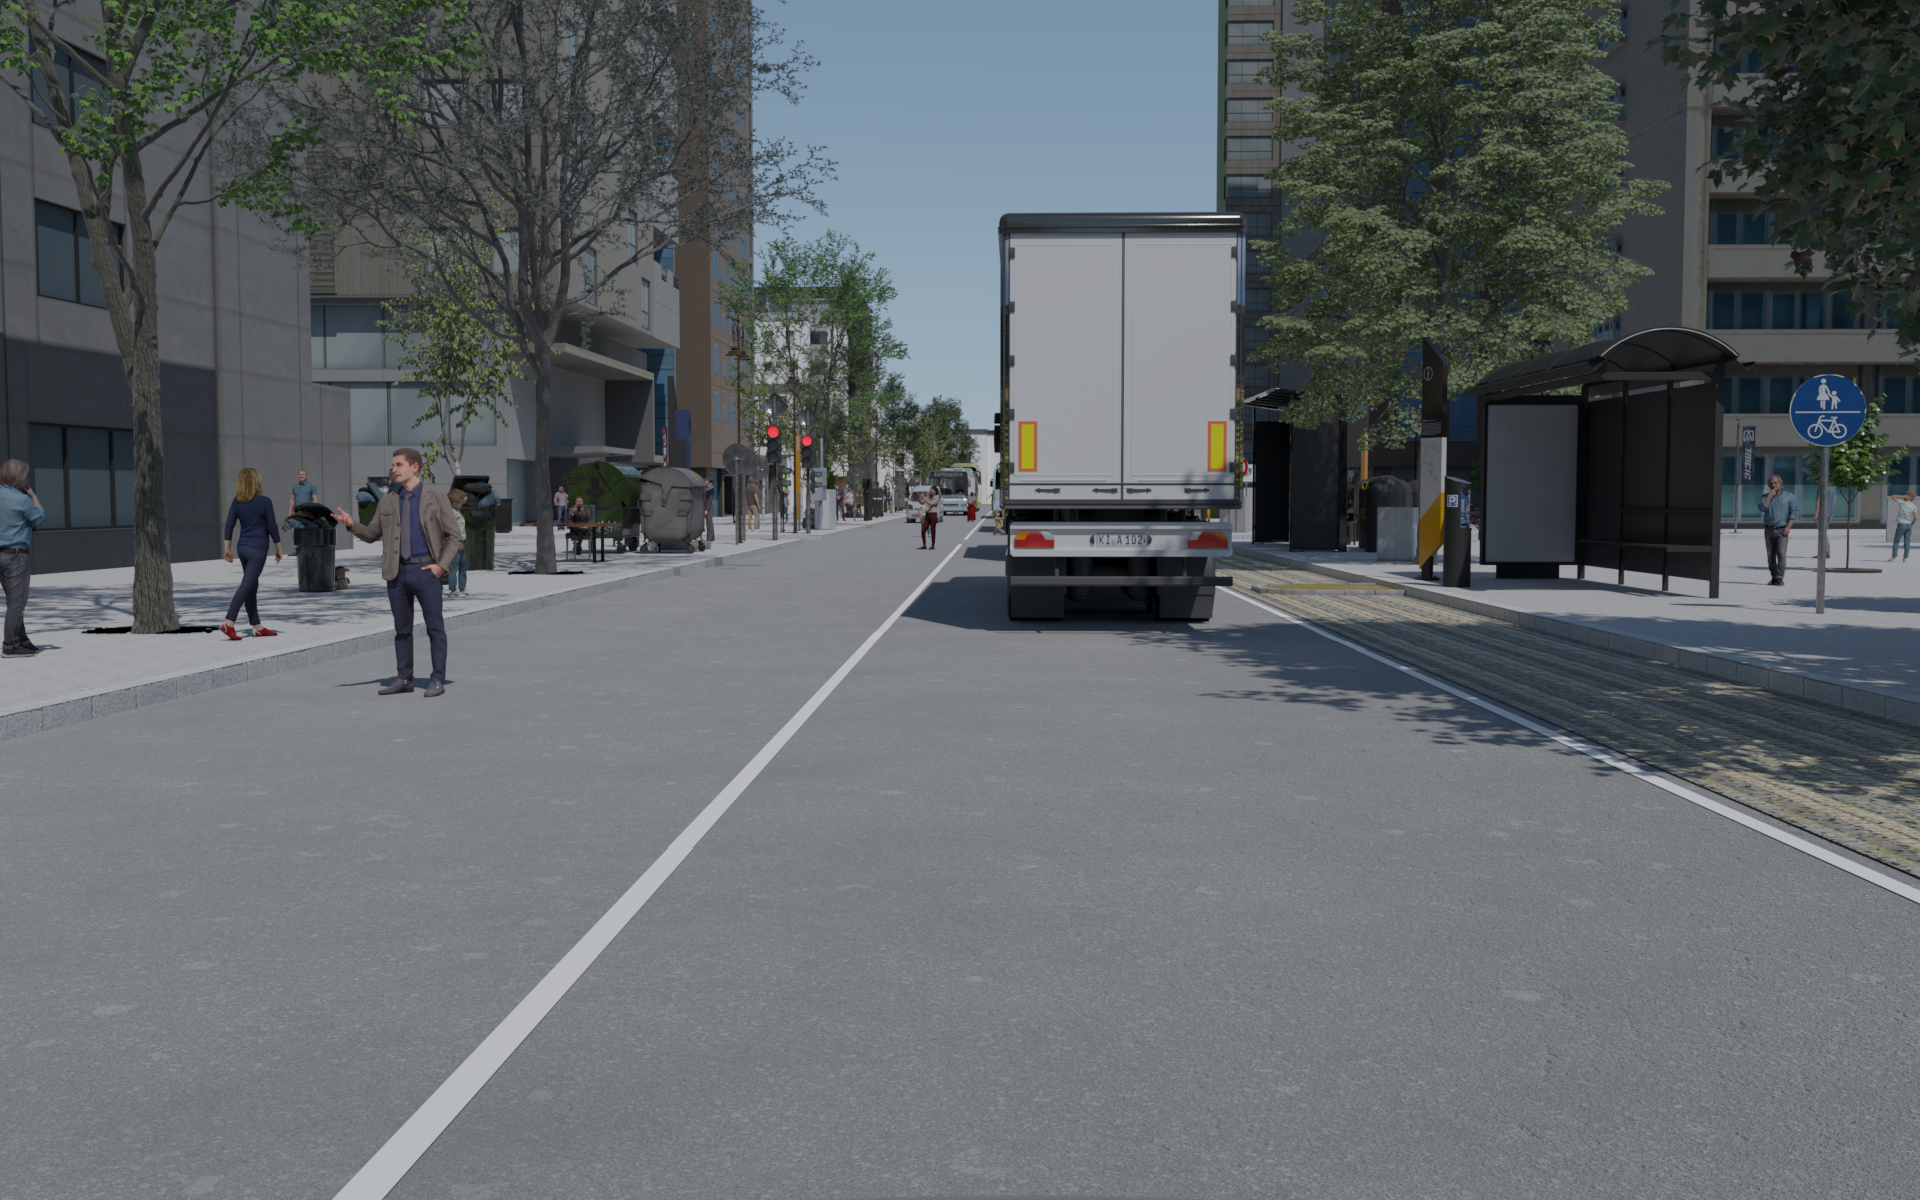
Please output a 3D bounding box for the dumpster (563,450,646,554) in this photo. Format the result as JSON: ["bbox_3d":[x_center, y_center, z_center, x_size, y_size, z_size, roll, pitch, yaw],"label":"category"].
[{"bbox_3d":[-7.725,-2.158,37.783,1.502,2.255,1.985,0,4,2],"label":"dumpster"}]

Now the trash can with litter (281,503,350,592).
[{"bbox_3d":[-8.495,-0.706,22.927,0.624,1.170,1.055,0,4,-2],"label":"trash can with litter"}]

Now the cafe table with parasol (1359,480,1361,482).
[{"bbox_3d":[16.013,-4.046,71.025,2.610,1.966,2.610,0,4,-3],"label":"cafe table with parasol"}]

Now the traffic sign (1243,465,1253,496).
[{"bbox_3d":[9.970,-3.559,60.314,0.606,2.300,0.079,0,4,3],"label":"traffic sign"}]

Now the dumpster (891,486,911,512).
[{"bbox_3d":[-4.070,-6.937,119.171,1.264,1.857,1.865,0,4,2],"label":"dumpster"}]

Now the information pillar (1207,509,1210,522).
[{"bbox_3d":[8.892,-4.310,61.829,0.183,3.616,0.504,1,4,10],"label":"information pillar"}]

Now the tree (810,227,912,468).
[{"bbox_3d":[-5.680,-8.763,69.029,9.928,11.665,9.643,0,3,0],"label":"tree"}]

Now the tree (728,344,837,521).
[{"bbox_3d":[-9.207,-8.085,82.551,4.737,8.622,4.395,0,3,0],"label":"tree"}]

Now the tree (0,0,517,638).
[{"bbox_3d":[-7.603,-5.495,15.595,9.928,11.665,9.643,0,3,0],"label":"tree"}]

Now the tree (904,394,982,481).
[{"bbox_3d":[-1.961,-17.129,197.063,9.611,12.733,9.660,0,3,0],"label":"tree"}]

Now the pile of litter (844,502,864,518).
[{"bbox_3d":[-5.897,-4.833,92.984,1.719,0.858,1.176,2,4,25],"label":"pile of litter"}]

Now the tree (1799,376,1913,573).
[{"bbox_3d":[14.761,-2.071,28.456,1.663,3.219,1.824,0,3,0],"label":"tree"}]

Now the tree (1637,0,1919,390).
[{"bbox_3d":[7.608,-5.639,9.201,9.611,12.733,9.660,0,3,0],"label":"tree"}]

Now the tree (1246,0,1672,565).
[{"bbox_3d":[8.881,-6.914,31.164,7.486,12.596,7.792,0,3,0],"label":"tree"}]

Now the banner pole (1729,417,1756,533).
[{"bbox_3d":[25.489,-4.057,56.353,0.401,3.779,0.863,-2,4,-31],"label":"banner pole"}]

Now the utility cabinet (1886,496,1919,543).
[{"bbox_3d":[25.044,-2.114,45.718,1.020,1.237,0.306,2,4,33],"label":"utility cabinet"}]

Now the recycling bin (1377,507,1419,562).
[{"bbox_3d":[8.466,-1.270,33.322,0.722,1.027,0.722,2,4,28],"label":"recycling bin"}]

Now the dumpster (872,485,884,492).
[{"bbox_3d":[-5.790,-6.762,116.316,1.264,1.857,1.865,0,4,1],"label":"dumpster"}]

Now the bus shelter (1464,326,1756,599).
[{"bbox_3d":[8.606,-1.817,23.631,2.014,3.302,5.546,0,4,1],"label":"bus shelter"}]

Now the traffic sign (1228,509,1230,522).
[{"bbox_3d":[8.693,-3.414,55.920,0.768,2.556,0.104,0,4,3],"label":"traffic sign"}]

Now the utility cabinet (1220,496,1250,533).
[{"bbox_3d":[9.164,-2.852,57.791,1.020,1.237,0.306,3,5,43],"label":"utility cabinet"}]

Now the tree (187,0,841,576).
[{"bbox_3d":[-6.715,-7.160,27.430,12.009,13.543,11.850,0,3,0],"label":"tree"}]

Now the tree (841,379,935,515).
[{"bbox_3d":[-4.379,-9.583,107.049,4.737,8.622,4.395,0,3,0],"label":"tree"}]

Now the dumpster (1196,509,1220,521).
[{"bbox_3d":[9.792,-3.955,67.159,1.502,2.255,1.985,0,4,2],"label":"dumpster"}]

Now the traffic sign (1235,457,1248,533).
[{"bbox_3d":[9.096,-3.480,57.006,0.768,2.556,0.104,0,4,7],"label":"traffic sign"}]

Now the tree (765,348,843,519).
[{"bbox_3d":[-8.069,-8.409,87.847,4.360,8.622,3.978,0,3,0],"label":"tree"}]

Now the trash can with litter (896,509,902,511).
[{"bbox_3d":[-4.694,-7.321,131.080,0.624,1.170,1.055,-2,4,-24],"label":"trash can with litter"}]

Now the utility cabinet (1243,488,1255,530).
[{"bbox_3d":[10.553,-3.214,61.235,1.173,1.500,0.318,0,4,-5],"label":"utility cabinet"}]

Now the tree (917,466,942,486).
[{"bbox_3d":[-2.826,-12.049,180.712,4.285,4.588,4.351,0,3,0],"label":"tree"}]

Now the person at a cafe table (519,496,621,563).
[{"bbox_3d":[-7.324,-1.353,32.985,1.698,1.238,1.726,0,4,0],"label":"person at a cafe table"}]

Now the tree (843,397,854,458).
[{"bbox_3d":[-9.269,-10.455,121.298,4.360,8.622,3.978,0,3,0],"label":"tree"}]

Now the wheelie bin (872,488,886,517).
[{"bbox_3d":[-4.640,-5.431,96.711,0.980,1.594,0.693,0,4,-8],"label":"wheelie bin"}]

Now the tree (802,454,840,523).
[{"bbox_3d":[-5.909,-4.996,76.284,1.663,3.219,1.824,0,3,0],"label":"tree"}]

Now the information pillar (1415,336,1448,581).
[{"bbox_3d":[6.984,-2.094,25.585,0.183,3.616,0.504,-2,4,-24],"label":"information pillar"}]

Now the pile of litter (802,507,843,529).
[{"bbox_3d":[-5.308,-3.087,64.436,1.176,0.858,1.719,1,4,21],"label":"pile of litter"}]

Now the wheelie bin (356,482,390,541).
[{"bbox_3d":[-16.061,-2.406,47.245,0.693,1.594,0.980,0,3,0],"label":"wheelie bin"}]

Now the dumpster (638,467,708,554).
[{"bbox_3d":[-6.257,-1.954,37.700,1.264,1.857,1.865,0,4,1],"label":"dumpster"}]

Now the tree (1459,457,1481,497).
[{"bbox_3d":[24.661,-5.329,81.723,1.663,3.219,1.824,0,3,0],"label":"tree"}]

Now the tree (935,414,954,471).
[{"bbox_3d":[-2.712,-12.587,156.155,4.737,8.622,4.395,0,3,0],"label":"tree"}]

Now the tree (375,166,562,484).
[{"bbox_3d":[-11.494,-5.473,39.852,4.737,8.622,4.395,0,3,0],"label":"tree"}]

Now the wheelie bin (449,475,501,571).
[{"bbox_3d":[-8.197,-1.304,29.234,0.980,1.594,0.693,-3,5,-43],"label":"wheelie bin"}]

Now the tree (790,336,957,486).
[{"bbox_3d":[-5.296,-10.107,99.657,7.601,10.594,8.767,3,4,39],"label":"tree"}]

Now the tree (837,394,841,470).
[{"bbox_3d":[-9.448,-9.651,108.162,4.737,8.622,4.395,0,3,0],"label":"tree"}]
